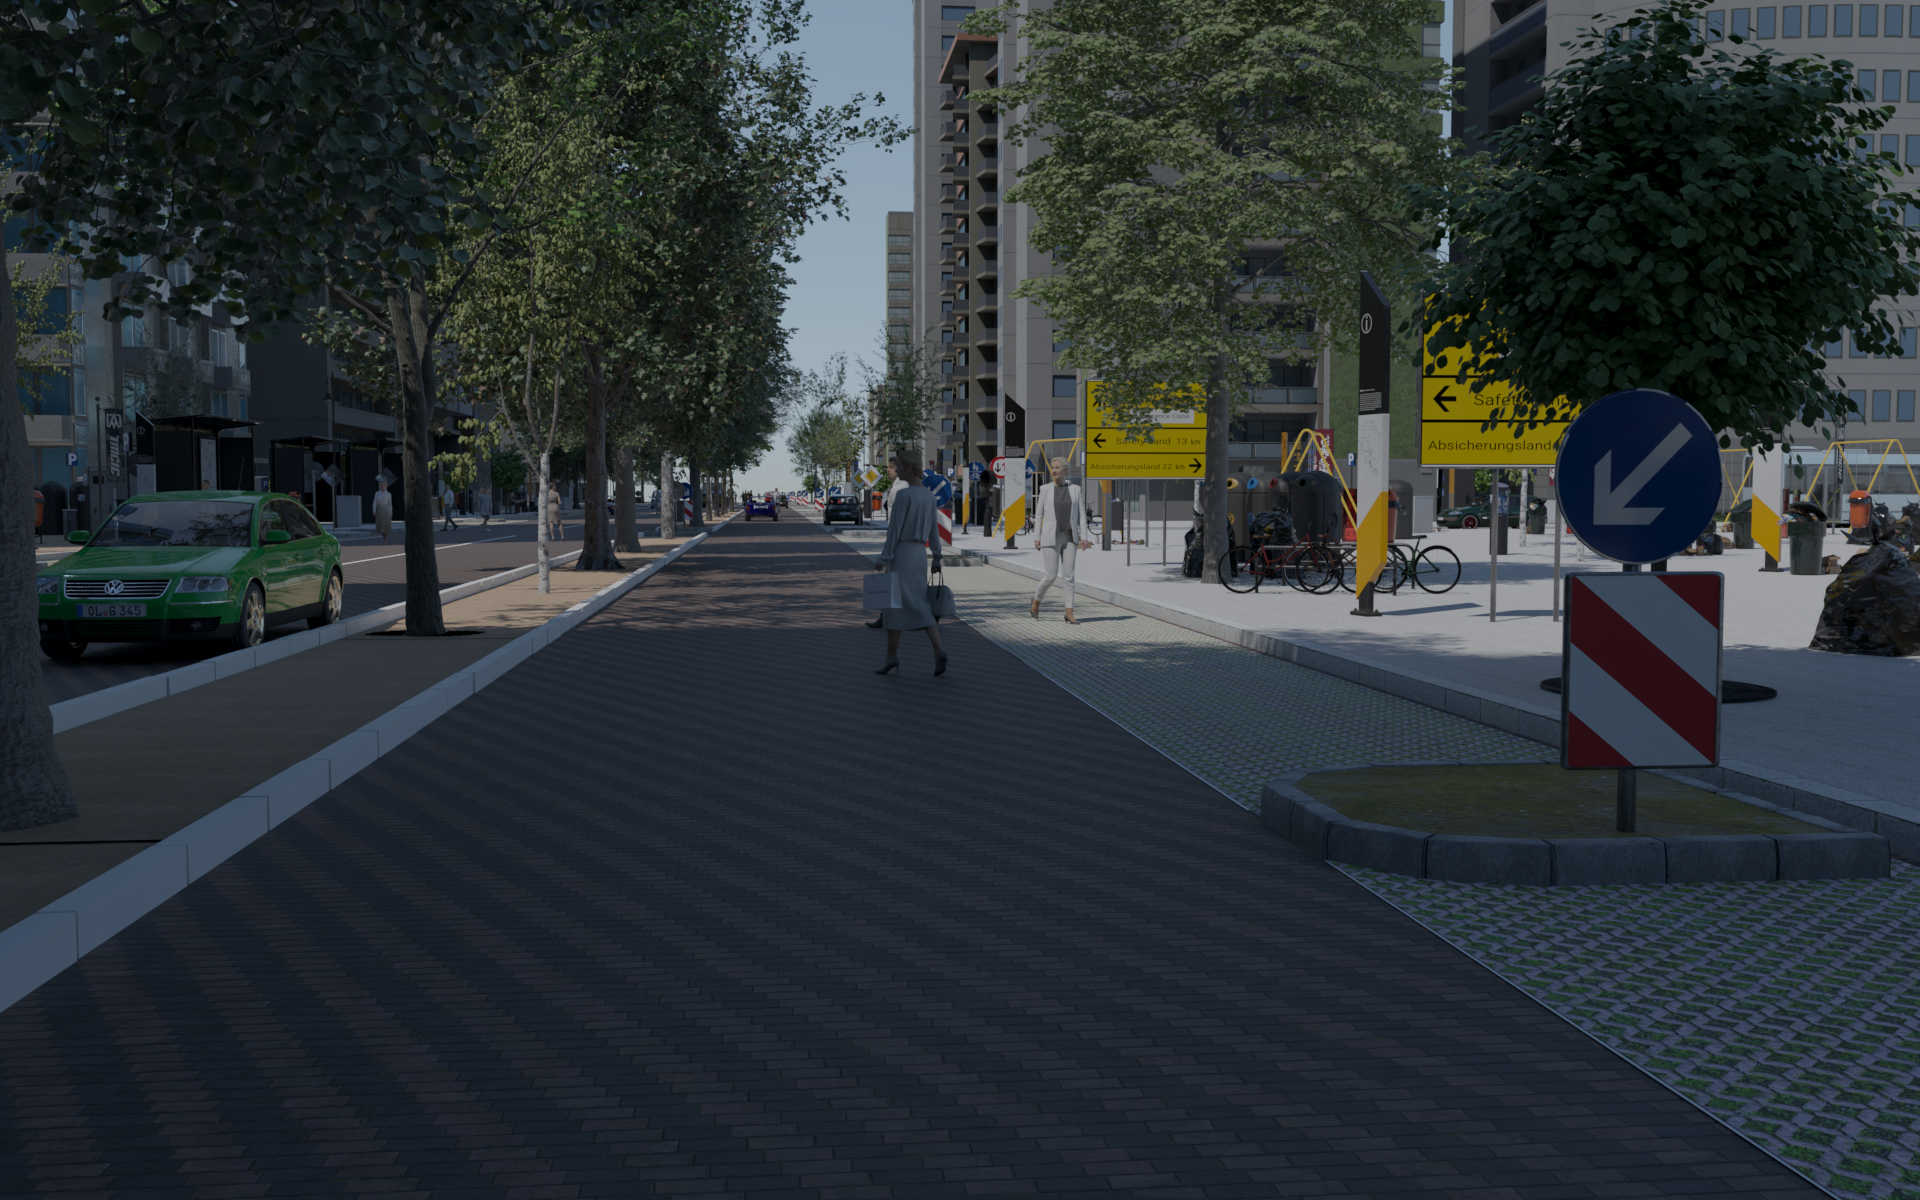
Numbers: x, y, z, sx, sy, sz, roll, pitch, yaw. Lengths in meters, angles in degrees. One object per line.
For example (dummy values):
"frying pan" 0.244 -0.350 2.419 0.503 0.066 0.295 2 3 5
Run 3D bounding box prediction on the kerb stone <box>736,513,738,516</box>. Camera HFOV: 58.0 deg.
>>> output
"kerb stone" -13.594 -5.010 104.167 0.120 0.150 1.000 0 4 -6

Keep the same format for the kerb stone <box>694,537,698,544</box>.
"kerb stone" -7.505 -1.614 48.612 0.120 0.150 1.000 0 4 -6

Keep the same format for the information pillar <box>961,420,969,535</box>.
"information pillar" 0.183 -3.876 54.725 0.183 3.616 0.504 -1 4 -13

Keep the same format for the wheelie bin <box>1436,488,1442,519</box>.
"wheelie bin" 23.719 -4.762 85.774 0.980 1.594 0.693 -3 5 -45

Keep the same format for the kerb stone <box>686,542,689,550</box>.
"kerb stone" -6.947 -1.303 43.507 0.120 0.150 1.000 0 4 -6

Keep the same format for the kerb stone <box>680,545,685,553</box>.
"kerb stone" -6.728 -1.172 41.468 0.120 0.150 1.000 0 4 -6

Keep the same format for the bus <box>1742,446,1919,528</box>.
"bus" 37.758 -4.483 68.150 13.247 3.499 2.948 0 4 -6

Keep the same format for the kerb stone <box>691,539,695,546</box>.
"kerb stone" -7.288 -1.491 46.571 0.120 0.150 1.000 0 4 -6

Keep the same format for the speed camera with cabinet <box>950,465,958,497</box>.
"speed camera with cabinet" -0.450 -7.715 120.472 0.660 3.252 2.038 0 4 3

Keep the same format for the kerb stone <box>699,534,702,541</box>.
"kerb stone" -7.843 -1.802 51.660 0.120 0.150 1.000 0 4 -6

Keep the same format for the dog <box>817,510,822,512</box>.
"dog" -11.173 -7.334 136.744 0.800 0.831 0.513 -2 4 -30

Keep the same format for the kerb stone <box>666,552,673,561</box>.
"kerb stone" -6.167 -0.866 36.381 0.120 0.150 1.000 0 4 -6

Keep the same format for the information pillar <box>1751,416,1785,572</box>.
"information pillar" 13.327 -2.273 28.518 0.183 3.616 0.504 -3 4 -38

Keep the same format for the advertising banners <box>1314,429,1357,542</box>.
"advertising banners" 10.479 -3.058 46.194 2.074 3.025 0.090 1 4 17

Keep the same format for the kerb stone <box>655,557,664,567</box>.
"kerb stone" -5.843 -0.676 33.324 0.120 0.150 1.000 0 4 -6

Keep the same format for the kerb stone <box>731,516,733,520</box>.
"kerb stone" -12.143 -4.197 90.921 0.120 0.150 1.000 0 4 -6

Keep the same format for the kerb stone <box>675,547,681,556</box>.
"kerb stone" -6.507 -1.054 39.432 0.120 0.150 1.000 0 4 -6

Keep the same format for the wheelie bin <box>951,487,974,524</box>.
"wheelie bin" 0.068 -3.990 73.140 0.693 1.594 0.980 1 4 12

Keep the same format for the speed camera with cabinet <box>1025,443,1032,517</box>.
"speed camera with cabinet" 3.168 -4.477 67.528 2.038 3.252 0.660 -2 4 -27

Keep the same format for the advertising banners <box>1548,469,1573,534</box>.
"advertising banners" 19.616 -3.618 55.341 0.090 3.025 2.074 -3 4 -36

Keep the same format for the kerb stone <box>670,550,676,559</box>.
"kerb stone" -6.283 -0.930 37.399 0.120 0.150 1.000 0 4 -6

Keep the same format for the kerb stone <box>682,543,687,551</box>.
"kerb stone" -6.838 -1.237 42.484 0.120 0.150 1.000 0 4 -6

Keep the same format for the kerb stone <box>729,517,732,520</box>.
"kerb stone" -11.911 -4.079 88.884 0.120 0.150 1.000 0 4 -6

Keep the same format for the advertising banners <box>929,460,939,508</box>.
"advertising banners" -1.064 -5.788 90.824 0.090 3.025 2.074 2 4 33

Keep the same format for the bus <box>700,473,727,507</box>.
"bus" -27.012 -12.125 189.797 2.896 3.916 12.252 0 4 -8

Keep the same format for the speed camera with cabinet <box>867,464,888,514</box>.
"speed camera with cabinet" -5.363 -7.256 112.979 0.660 3.252 2.038 -2 4 -28

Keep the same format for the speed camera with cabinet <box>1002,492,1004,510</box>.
"speed camera with cabinet" 3.307 -7.163 111.447 2.038 3.252 0.660 -3 5 -44

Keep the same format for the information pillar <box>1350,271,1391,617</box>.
"information pillar" 4.305 -1.634 18.070 0.183 3.616 0.504 -1 4 -18

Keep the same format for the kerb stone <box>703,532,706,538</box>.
"kerb stone" -8.182 -1.987 54.716 0.120 0.150 1.000 0 4 -6

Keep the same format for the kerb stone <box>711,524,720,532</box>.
"kerb stone" -9.685 -2.829 68.502 0.120 0.150 1.000 0 4 -6

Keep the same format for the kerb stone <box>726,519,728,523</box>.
"kerb stone" -11.026 -3.581 80.741 0.120 0.150 1.000 0 4 -6

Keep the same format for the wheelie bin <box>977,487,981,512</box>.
"wheelie bin" 0.521 -4.171 76.106 0.980 1.594 0.693 3 5 39

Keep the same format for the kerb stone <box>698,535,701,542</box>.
"kerb stone" -7.732 -1.740 50.644 0.120 0.150 1.000 0 4 -6

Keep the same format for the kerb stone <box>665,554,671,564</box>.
"kerb stone" -6.050 -0.806 35.366 0.120 0.150 1.000 0 4 -6

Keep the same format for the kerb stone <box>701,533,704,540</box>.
"kerb stone" -7.954 -1.865 52.684 0.120 0.150 1.000 0 4 -6

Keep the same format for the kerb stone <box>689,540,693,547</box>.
"kerb stone" -7.173 -1.423 45.551 0.120 0.150 1.000 0 4 -6

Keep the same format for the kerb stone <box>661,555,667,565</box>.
"kerb stone" -5.960 -0.743 34.347 0.120 0.150 1.000 0 4 -6

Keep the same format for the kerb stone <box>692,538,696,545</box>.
"kerb stone" -7.396 -1.551 47.596 0.120 0.150 1.000 0 4 -6

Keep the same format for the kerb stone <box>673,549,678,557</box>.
"kerb stone" -6.395 -0.992 38.415 0.120 0.150 1.000 0 4 -6

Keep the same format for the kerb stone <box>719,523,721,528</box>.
"kerb stone" -9.903 -2.953 70.534 0.120 0.150 1.000 0 4 -6

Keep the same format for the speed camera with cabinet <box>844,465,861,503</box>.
"speed camera with cabinet" -7.459 -7.610 118.759 0.660 3.252 2.038 0 4 5

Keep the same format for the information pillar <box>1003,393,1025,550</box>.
"information pillar" 1.258 -2.979 40.053 0.504 3.616 0.183 0 4 6

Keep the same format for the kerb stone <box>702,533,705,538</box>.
"kerb stone" -8.061 -1.927 53.700 0.120 0.150 1.000 0 4 -6

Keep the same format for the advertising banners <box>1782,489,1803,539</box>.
"advertising banners" 23.850 -3.291 49.991 0.090 3.025 2.074 0 4 3

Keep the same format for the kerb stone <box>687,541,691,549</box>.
"kerb stone" -7.061 -1.366 44.528 0.120 0.150 1.000 0 4 -6

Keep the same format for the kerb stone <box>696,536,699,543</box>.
"kerb stone" -7.622 -1.678 49.627 0.120 0.150 1.000 0 4 -6

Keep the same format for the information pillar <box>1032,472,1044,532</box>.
"information pillar" 2.606 -3.274 58.017 0.304 2.012 0.304 -2 4 -30

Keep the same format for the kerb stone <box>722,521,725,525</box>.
"kerb stone" -10.460 -3.269 75.638 0.120 0.150 1.000 0 4 -6

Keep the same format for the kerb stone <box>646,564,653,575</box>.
"kerb stone" -5.503 -0.484 30.263 0.120 0.150 1.000 0 4 -6

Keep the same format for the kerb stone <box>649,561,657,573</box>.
"kerb stone" -5.606 -0.556 31.288 0.120 0.150 1.000 0 4 -6

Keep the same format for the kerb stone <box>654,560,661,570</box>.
"kerb stone" -5.725 -0.614 32.303 0.120 0.150 1.000 0 4 -6

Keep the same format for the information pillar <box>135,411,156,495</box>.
"information pillar" -22.879 -3.505 48.669 0.504 3.616 0.183 0 4 -2

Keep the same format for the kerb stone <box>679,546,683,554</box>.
"kerb stone" -6.620 -1.112 40.448 0.120 0.150 1.000 0 4 -6
